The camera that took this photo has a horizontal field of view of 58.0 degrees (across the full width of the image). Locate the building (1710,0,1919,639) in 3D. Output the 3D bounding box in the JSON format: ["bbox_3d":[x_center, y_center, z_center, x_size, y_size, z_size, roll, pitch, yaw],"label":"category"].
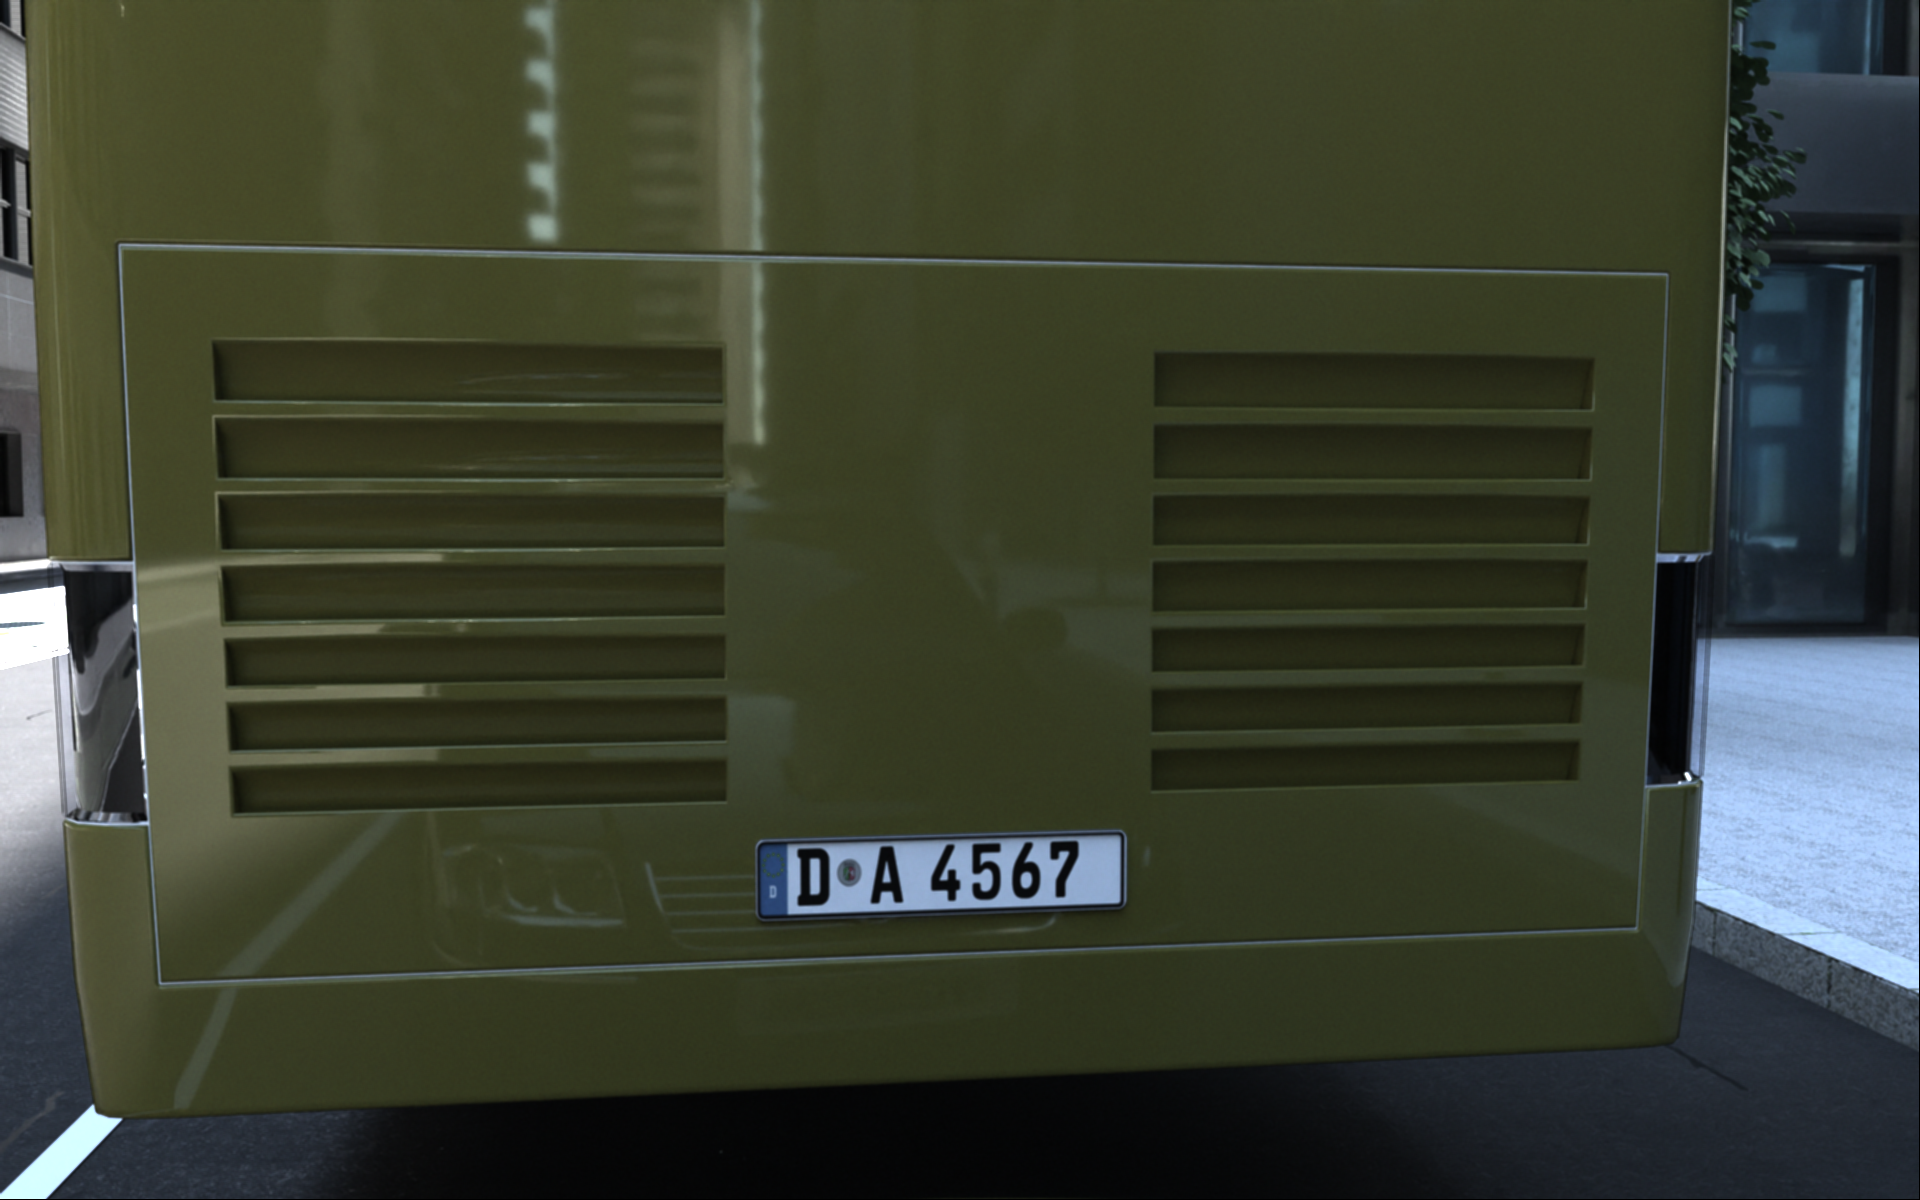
[{"bbox_3d":[11.429,-24.949,27.530,23.786,49.044,30.456,0,4,-8],"label":"building"}]

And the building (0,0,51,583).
[{"bbox_3d":[-17.720,-11.882,13.342,14.314,24.678,30.058,0,4,-8],"label":"building"}]

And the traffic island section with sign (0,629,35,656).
[{"bbox_3d":[-9.457,-0.410,15.334,1.989,1.847,2.006,0,4,-8],"label":"traffic island section with sign"}]

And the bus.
[{"bbox_3d":[-0.880,-1.038,8.524,2.896,3.916,12.252,0,4,-8],"label":"bus"}]

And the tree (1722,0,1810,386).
[{"bbox_3d":[3.100,-1.598,9.845,4.285,4.588,4.351,0,3,0],"label":"tree"}]
